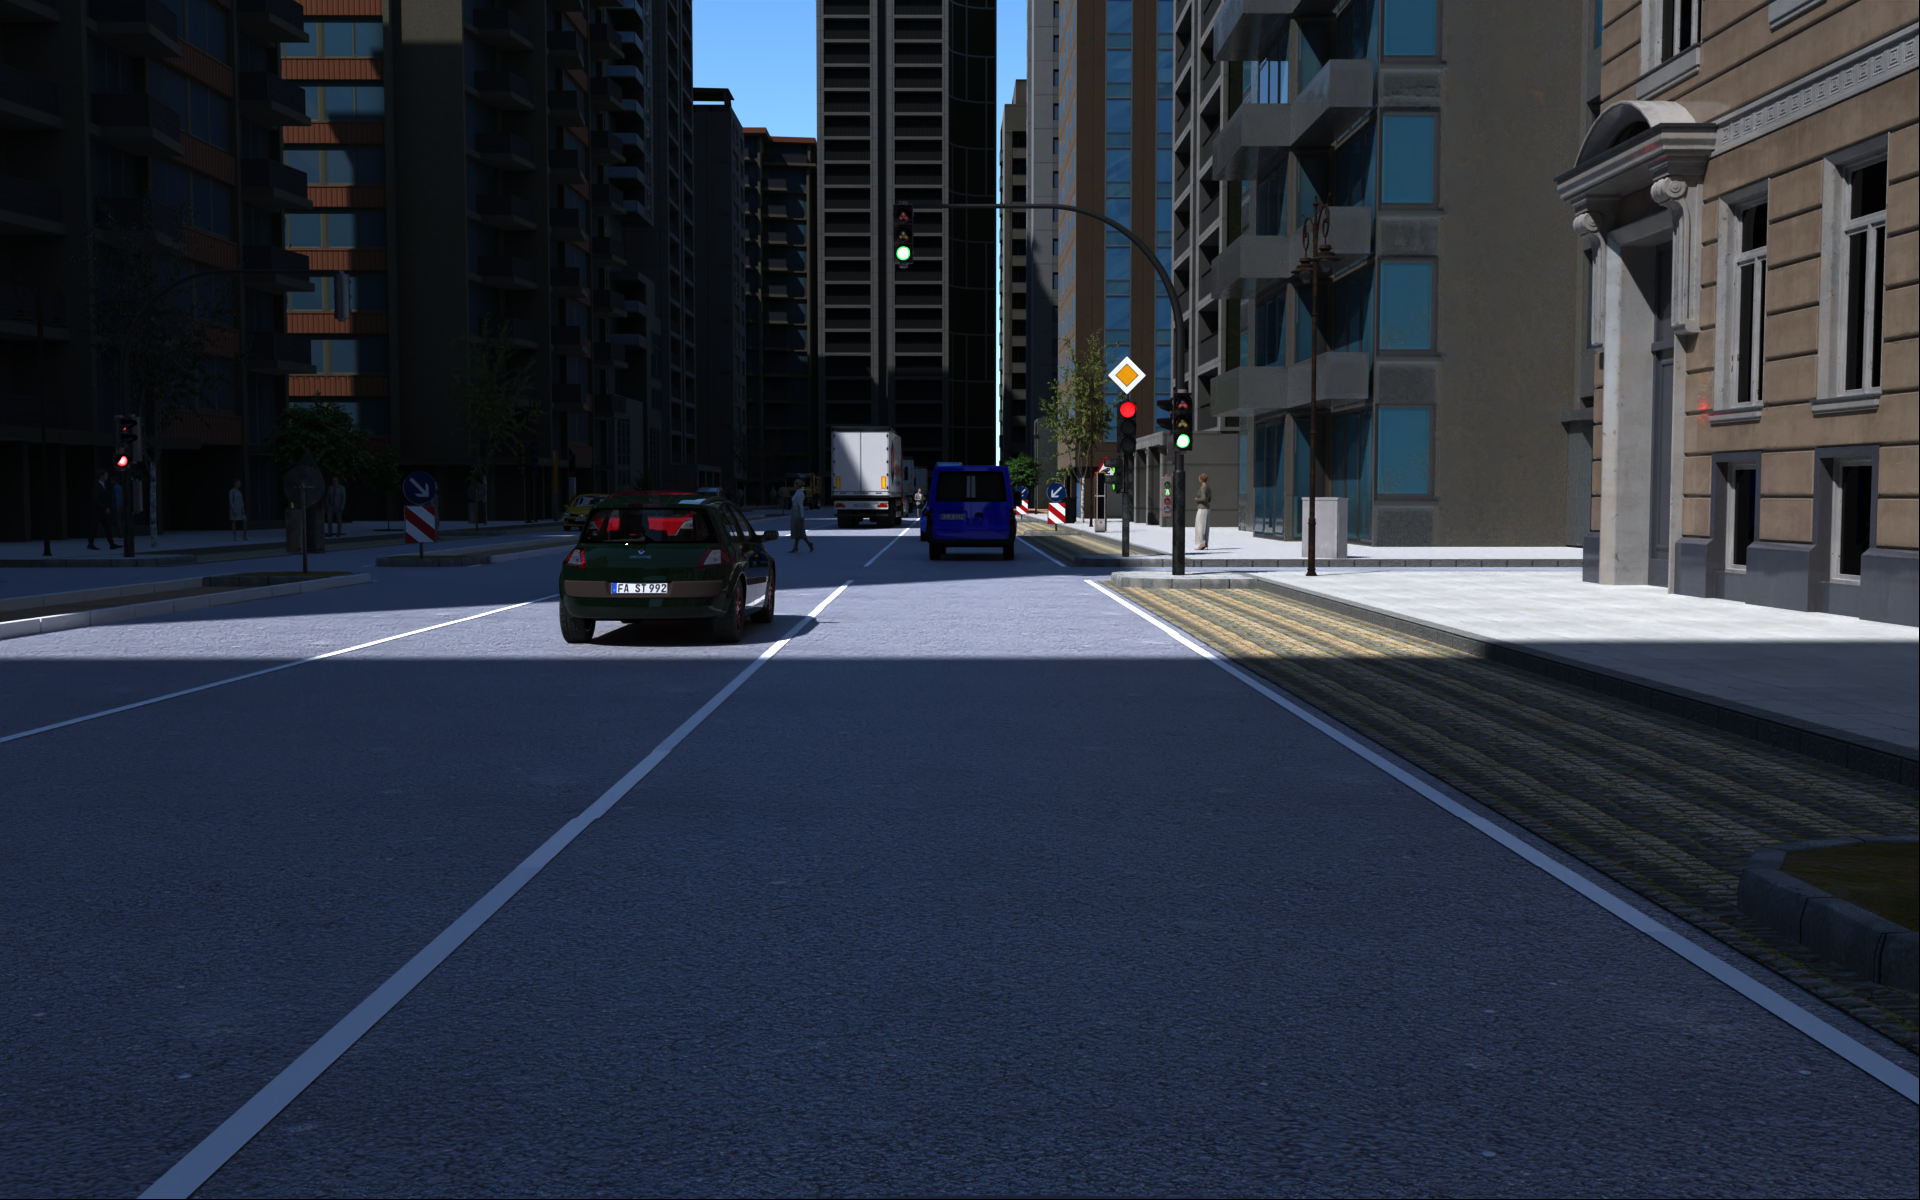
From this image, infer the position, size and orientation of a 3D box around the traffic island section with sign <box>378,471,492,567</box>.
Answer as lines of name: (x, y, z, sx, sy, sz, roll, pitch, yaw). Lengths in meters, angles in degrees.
traffic island section with sign: (-10.704, -1.641, 34.967, 2.006, 1.907, 1.989, 0, 4, 0)

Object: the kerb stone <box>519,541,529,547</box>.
kerb stone: (-11.862, -1.493, 46.610, 0.120, 0.150, 1.000, 0, 4, 0)

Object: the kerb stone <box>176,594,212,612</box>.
kerb stone: (-9.560, 0.047, 21.434, 0.120, 0.150, 1.000, 0, 4, 0)

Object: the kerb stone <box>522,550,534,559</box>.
kerb stone: (-9.692, -0.987, 38.412, 0.120, 0.150, 1.000, 0, 4, 0)

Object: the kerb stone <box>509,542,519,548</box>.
kerb stone: (-11.854, -1.426, 45.587, 0.120, 0.150, 1.000, 0, 4, 0)

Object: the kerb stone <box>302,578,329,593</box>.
kerb stone: (-9.588, -0.204, 25.537, 0.120, 0.150, 1.000, 0, 4, 0)

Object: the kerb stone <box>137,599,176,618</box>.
kerb stone: (-9.552, 0.109, 20.412, 0.120, 0.150, 1.000, 0, 4, 0)

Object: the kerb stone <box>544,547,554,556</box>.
kerb stone: (-9.711, -1.118, 40.467, 0.120, 0.150, 1.000, 0, 4, 0)

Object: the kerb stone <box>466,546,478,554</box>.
kerb stone: (-11.814, -1.181, 41.497, 0.120, 0.150, 1.000, 0, 4, 0)

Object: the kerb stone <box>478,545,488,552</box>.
kerb stone: (-11.836, -1.243, 42.520, 0.120, 0.150, 1.000, 0, 4, 0)

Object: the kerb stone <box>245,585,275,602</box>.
kerb stone: (-9.584, -0.079, 23.481, 0.120, 0.150, 1.000, 0, 4, 0)

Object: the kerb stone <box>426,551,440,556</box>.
kerb stone: (-11.797, -0.991, 38.415, 0.120, 0.150, 1.000, 0, 4, 0)

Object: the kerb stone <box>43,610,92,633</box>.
kerb stone: (-9.536, 0.234, 18.363, 0.120, 0.150, 1.000, 0, 4, 0)

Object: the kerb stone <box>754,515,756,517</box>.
kerb stone: (-12.297, -4.876, 101.935, 0.120, 0.150, 1.000, 0, 4, 0)

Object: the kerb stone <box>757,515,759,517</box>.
kerb stone: (-12.315, -5.002, 103.989, 0.120, 0.150, 1.000, 0, 4, 0)

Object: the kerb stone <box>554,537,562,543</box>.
kerb stone: (-11.887, -1.743, 50.707, 0.120, 0.150, 1.000, 0, 4, 0)

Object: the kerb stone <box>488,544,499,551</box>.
kerb stone: (-11.835, -1.306, 43.542, 0.120, 0.150, 1.000, 0, 4, 0)

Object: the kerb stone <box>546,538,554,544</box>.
kerb stone: (-11.885, -1.676, 49.685, 0.120, 0.150, 1.000, 0, 4, 0)

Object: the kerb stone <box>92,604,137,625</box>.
kerb stone: (-9.536, 0.172, 19.385, 0.120, 0.150, 1.000, 0, 4, 0)

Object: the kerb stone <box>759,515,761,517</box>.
kerb stone: (-12.320, -5.062, 105.012, 0.120, 0.150, 1.000, 0, 4, 0)

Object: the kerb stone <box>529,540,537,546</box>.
kerb stone: (-11.871, -1.550, 47.640, 0.120, 0.150, 1.000, 0, 4, 0)

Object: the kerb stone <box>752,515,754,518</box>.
kerb stone: (-12.286, -4.814, 100.912, 0.120, 0.150, 1.000, 0, 4, 0)

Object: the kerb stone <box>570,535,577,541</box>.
kerb stone: (-11.914, -1.867, 52.756, 0.120, 0.150, 1.000, 0, 4, 0)

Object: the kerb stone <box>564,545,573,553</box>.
kerb stone: (-9.732, -1.243, 42.517, 0.120, 0.150, 1.000, 0, 4, 0)

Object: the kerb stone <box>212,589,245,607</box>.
kerb stone: (-9.570, -0.016, 22.456, 0.120, 0.150, 1.000, 0, 4, 0)

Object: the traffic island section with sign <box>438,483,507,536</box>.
traffic island section with sign: (-16.803, -3.136, 59.900, 1.989, 1.847, 2.006, 0, 4, 0)

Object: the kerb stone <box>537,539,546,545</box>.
kerb stone: (-11.870, -1.617, 48.662, 0.120, 0.150, 1.000, 0, 4, 0)

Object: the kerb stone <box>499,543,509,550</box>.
kerb stone: (-11.849, -1.368, 44.564, 0.120, 0.150, 1.000, 0, 4, 0)

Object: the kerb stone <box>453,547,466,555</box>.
kerb stone: (-11.812, -1.117, 40.463, 0.120, 0.150, 1.000, 0, 4, 0)

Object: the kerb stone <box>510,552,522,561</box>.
kerb stone: (-9.691, -0.923, 37.381, 0.120, 0.150, 1.000, 0, 4, 0)

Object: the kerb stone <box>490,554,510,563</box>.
kerb stone: (-9.683, -0.864, 36.358, 0.120, 0.150, 1.000, 0, 4, 0)

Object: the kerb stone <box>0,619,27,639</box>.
kerb stone: (-9.532, 0.297, 17.341, 0.120, 0.150, 1.000, 0, 4, 0)

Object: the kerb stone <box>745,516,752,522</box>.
kerb stone: (-12.286, -4.752, 99.889, 0.120, 0.150, 1.000, 0, 4, 0)

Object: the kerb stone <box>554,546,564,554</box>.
kerb stone: (-9.715, -1.180, 41.495, 0.120, 0.150, 1.000, 0, 4, 0)

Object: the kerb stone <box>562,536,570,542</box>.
kerb stone: (-11.901, -1.806, 51.730, 0.120, 0.150, 1.000, 0, 4, 0)

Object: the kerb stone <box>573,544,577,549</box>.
kerb stone: (-9.732, -1.302, 43.540, 0.120, 0.150, 1.000, 0, 4, 0)

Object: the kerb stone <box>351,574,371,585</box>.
kerb stone: (-9.615, -0.322, 27.586, 0.120, 0.150, 1.000, 0, 4, 0)

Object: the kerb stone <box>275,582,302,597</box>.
kerb stone: (-9.588, -0.141, 24.505, 0.120, 0.150, 1.000, 0, 4, 0)

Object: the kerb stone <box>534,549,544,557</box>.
kerb stone: (-9.702, -1.054, 39.440, 0.120, 0.150, 1.000, 0, 4, 0)

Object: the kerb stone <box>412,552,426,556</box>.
kerb stone: (-11.788, -0.929, 37.386, 0.120, 0.150, 1.000, 0, 4, 0)

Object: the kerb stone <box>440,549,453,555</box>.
kerb stone: (-11.804, -1.051, 39.437, 0.120, 0.150, 1.000, 0, 4, 0)

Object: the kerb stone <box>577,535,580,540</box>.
kerb stone: (-11.911, -1.932, 53.778, 0.120, 0.150, 1.000, 0, 4, 0)

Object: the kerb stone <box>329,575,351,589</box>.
kerb stone: (-9.607, -0.267, 26.564, 0.120, 0.150, 1.000, 0, 4, 0)

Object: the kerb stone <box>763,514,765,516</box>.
kerb stone: (-12.335, -5.191, 107.070, 0.120, 0.150, 1.000, 0, 4, 0)

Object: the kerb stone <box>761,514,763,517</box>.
kerb stone: (-12.328, -5.128, 106.041, 0.120, 0.150, 1.000, 0, 4, 0)

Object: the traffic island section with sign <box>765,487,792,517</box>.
traffic island section with sign: (-11.309, -6.237, 110.103, 2.006, 1.907, 1.989, 0, 4, 0)

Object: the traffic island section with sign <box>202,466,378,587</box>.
traffic island section with sign: (-10.655, -1.188, 27.560, 2.006, 1.907, 1.989, 0, 4, 0)

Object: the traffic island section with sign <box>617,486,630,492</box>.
traffic island section with sign: (-17.018, -4.821, 87.451, 1.989, 1.847, 2.006, 0, 4, 0)
